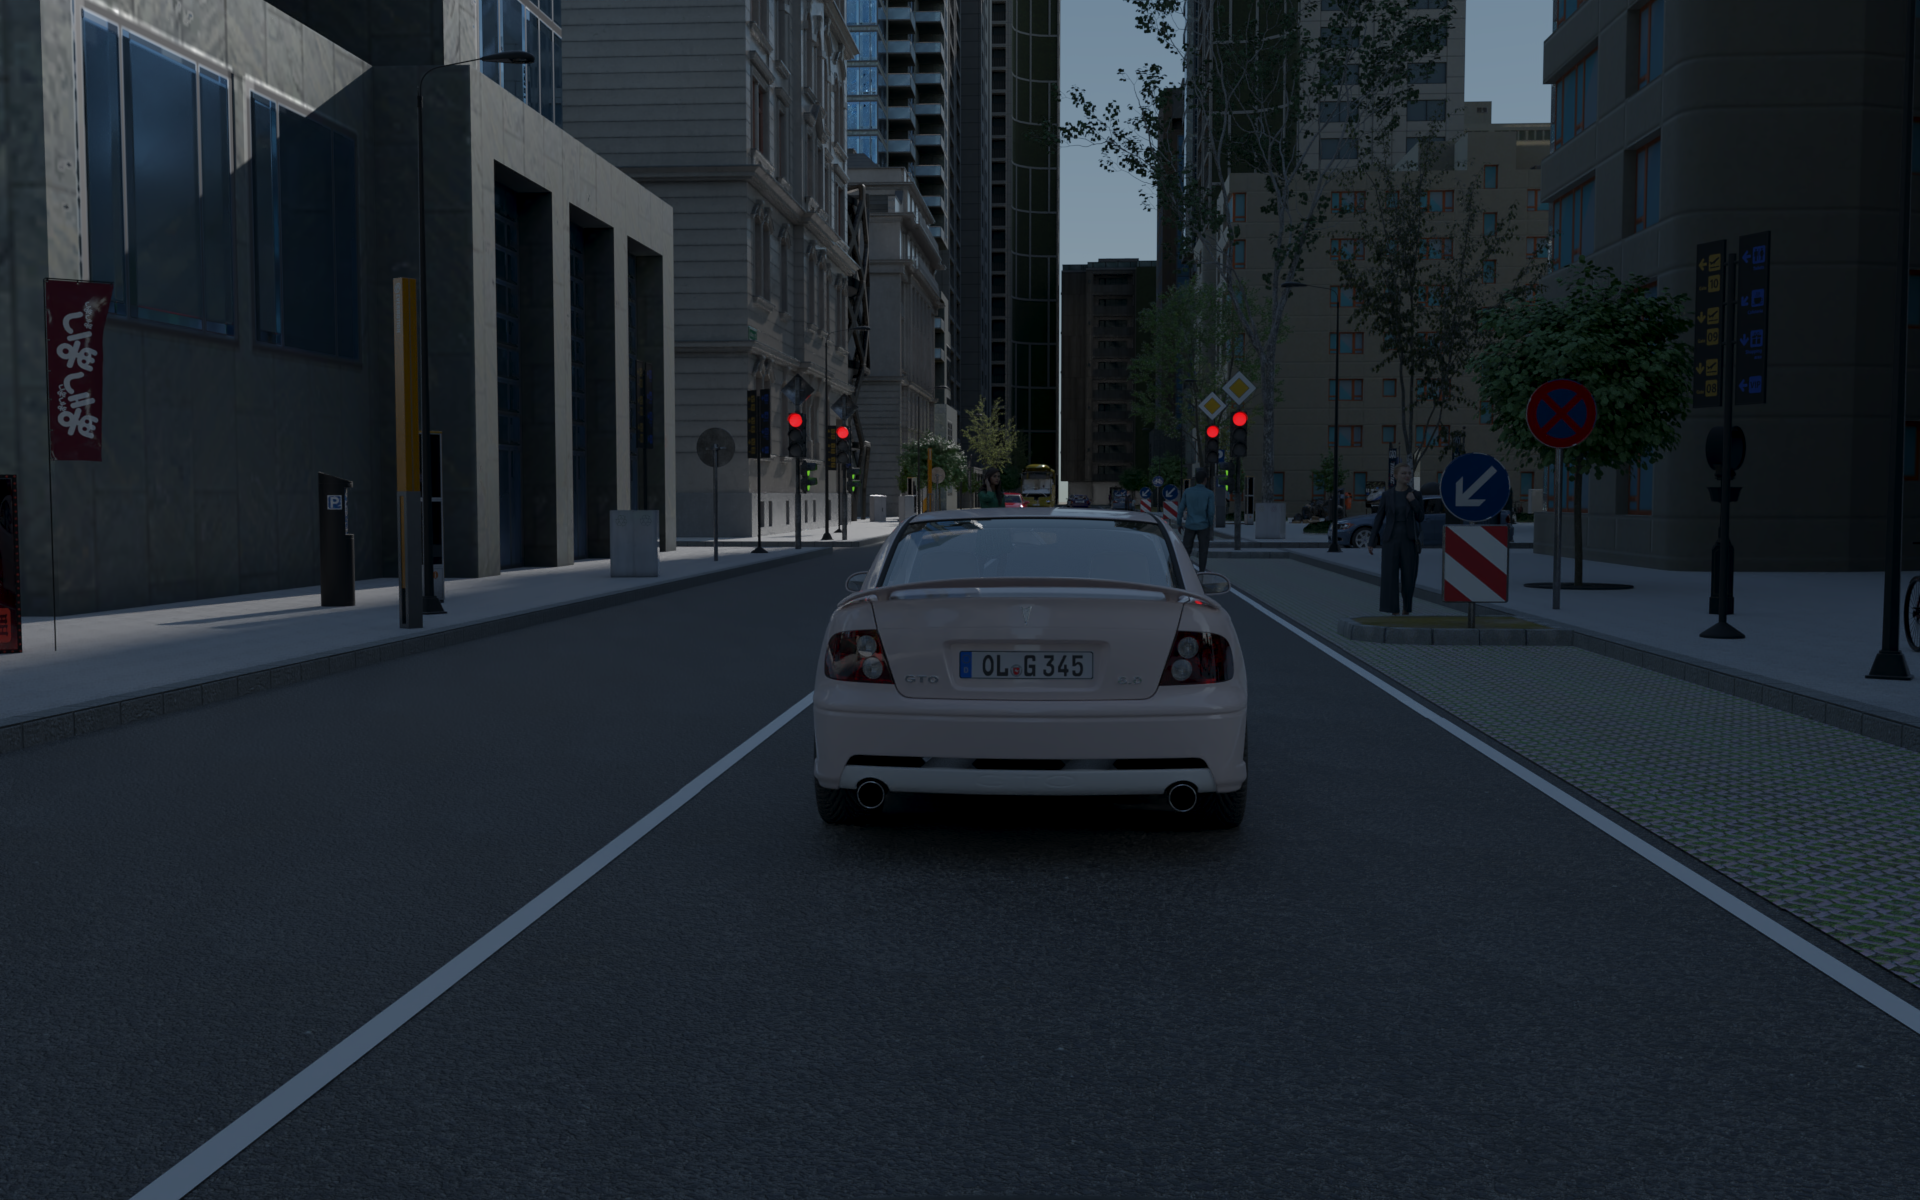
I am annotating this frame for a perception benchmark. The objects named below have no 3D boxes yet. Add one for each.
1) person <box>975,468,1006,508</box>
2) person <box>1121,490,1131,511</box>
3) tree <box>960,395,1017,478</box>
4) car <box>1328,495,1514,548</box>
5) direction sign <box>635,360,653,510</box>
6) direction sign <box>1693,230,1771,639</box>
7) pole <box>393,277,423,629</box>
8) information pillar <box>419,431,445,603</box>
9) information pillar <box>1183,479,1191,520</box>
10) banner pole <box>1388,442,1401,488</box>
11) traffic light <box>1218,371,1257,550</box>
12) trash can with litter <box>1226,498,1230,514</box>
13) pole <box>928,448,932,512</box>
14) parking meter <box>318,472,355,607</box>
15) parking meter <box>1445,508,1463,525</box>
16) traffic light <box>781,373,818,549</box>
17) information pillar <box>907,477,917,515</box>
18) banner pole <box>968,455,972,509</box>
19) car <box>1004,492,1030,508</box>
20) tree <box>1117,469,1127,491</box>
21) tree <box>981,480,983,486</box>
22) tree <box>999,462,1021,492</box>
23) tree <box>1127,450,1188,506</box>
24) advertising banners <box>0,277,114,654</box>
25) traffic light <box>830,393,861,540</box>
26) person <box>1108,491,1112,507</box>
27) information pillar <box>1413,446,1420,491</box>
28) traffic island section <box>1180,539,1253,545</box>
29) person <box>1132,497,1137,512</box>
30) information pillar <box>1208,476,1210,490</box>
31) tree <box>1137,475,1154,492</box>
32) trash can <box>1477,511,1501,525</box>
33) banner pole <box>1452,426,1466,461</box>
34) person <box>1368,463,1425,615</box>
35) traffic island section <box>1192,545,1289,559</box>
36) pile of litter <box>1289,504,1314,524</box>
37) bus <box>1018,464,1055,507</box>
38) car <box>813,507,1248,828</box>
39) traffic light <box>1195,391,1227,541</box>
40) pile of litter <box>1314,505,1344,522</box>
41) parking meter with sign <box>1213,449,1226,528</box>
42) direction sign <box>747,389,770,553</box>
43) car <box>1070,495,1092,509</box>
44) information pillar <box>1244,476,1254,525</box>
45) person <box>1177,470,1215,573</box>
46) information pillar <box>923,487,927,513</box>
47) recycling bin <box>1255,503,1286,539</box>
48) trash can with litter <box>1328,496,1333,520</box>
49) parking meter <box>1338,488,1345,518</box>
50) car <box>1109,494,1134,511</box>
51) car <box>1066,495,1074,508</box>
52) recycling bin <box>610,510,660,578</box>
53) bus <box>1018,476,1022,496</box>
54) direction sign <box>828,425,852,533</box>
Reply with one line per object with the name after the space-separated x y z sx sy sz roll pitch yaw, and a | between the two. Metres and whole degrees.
0.445 -0.935 24.037 0.529 1.795 0.600 3 5 43 | person
12.586 -7.459 131.251 0.742 1.727 0.445 -1 4 -15 | person
2.199 -10.943 129.285 4.360 8.622 3.978 0 3 0 | tree
11.476 -1.913 43.272 4.499 1.417 2.014 0 4 2 | car
-5.410 -2.308 29.739 0.379 3.537 0.876 0 4 7 | direction sign
6.819 -1.431 15.386 0.379 3.537 0.876 -1 4 -17 | direction sign
-5.252 -1.384 16.476 0.158 3.312 0.155 0 3 0 | pole
-6.269 -0.966 20.287 0.304 2.012 0.304 2 4 25 | information pillar
11.196 -4.951 85.435 0.304 2.012 0.304 1 4 17 | information pillar
20.875 -5.693 83.095 0.401 3.779 0.863 -3 5 -40 | banner pole
6.337 -3.097 39.564 0.839 4.253 0.868 0 4 4 | traffic light
13.590 -4.711 88.408 1.055 1.170 0.624 -3 5 -42 | trash can with litter
-1.336 -5.074 76.802 0.158 3.312 0.155 0 3 0 | pole
-7.137 -0.699 19.833 0.372 1.533 0.369 0 3 0 | parking meter
11.499 -2.111 40.221 0.399 1.863 0.255 2 4 34 | parking meter
-3.752 -3.139 40.241 0.839 4.253 0.868 0 4 4 | traffic light
-2.111 -4.387 76.220 0.304 2.012 0.304 3 4 39 | information pillar
0.633 -7.381 110.699 0.401 3.779 0.863 -1 4 -15 | banner pole
2.234 -4.441 81.645 2.155 1.783 4.494 0 4 4 | car
19.200 -12.773 192.556 4.285 4.588 4.351 0 3 0 | tree
0.937 -7.967 124.864 1.663 3.219 1.824 0 3 0 | tree
5.009 -11.948 179.070 4.285 4.588 4.351 0 3 0 | tree
15.395 -8.821 127.934 4.285 4.588 4.351 0 3 0 | tree
-7.793 -1.074 13.740 2.074 3.025 0.090 -3 4 -38 | advertising banners
-3.203 -3.626 48.207 0.839 4.253 0.868 0 4 4 | traffic light
15.582 -10.475 180.450 0.721 1.739 1.217 0 4 -6 | person
22.201 -5.681 84.236 0.504 3.616 0.183 -3 4 -39 | information pillar
6.925 -1.551 47.642 2.009 0.180 2.903 0 4 4 | traffic island section
11.548 -6.216 114.822 0.352 1.250 0.332 1 4 15 | person
10.419 -4.152 72.385 0.304 2.012 0.304 2 4 34 | information pillar
16.862 -9.993 157.982 1.663 3.219 1.824 0 3 0 | tree
11.253 -1.554 37.061 0.748 1.137 0.748 0 3 0 | trash can
18.316 -4.500 63.590 0.863 3.779 0.401 -2 4 -33 | banner pole
4.793 -0.614 18.964 0.576 1.772 0.534 0 4 -6 | person
6.376 -1.064 39.676 2.009 0.180 2.903 0 4 4 | traffic island section
15.273 -3.784 75.829 1.719 0.858 1.176 1 4 11 | pile of litter
6.681 -9.525 147.285 2.896 3.916 12.252 0 4 4 | bus
0.385 0.214 8.856 2.083 1.381 4.827 0 4 3 | car
6.886 -3.585 47.531 0.839 4.253 0.868 0 4 4 | traffic light
14.929 -3.286 67.695 1.719 0.858 1.176 0 4 1 | pile of litter
10.001 -4.317 66.838 0.543 3.016 1.738 0 4 3 | parking meter with sign
-4.366 -2.790 37.606 0.379 3.537 0.876 -3 4 -39 | direction sign
10.525 -8.482 151.255 1.945 1.354 3.894 0 4 6 | car
11.935 -4.095 71.448 0.304 2.012 0.304 -1 4 -12 | information pillar
3.824 -1.203 28.192 0.660 1.820 0.620 1 4 21 | person
-1.933 -6.593 99.155 0.504 3.616 0.183 3 5 40 | information pillar
8.887 -2.264 49.564 0.722 1.027 0.722 2 4 25 | recycling bin
13.448 -3.133 62.280 1.678 1.210 2.233 0 4 6 | trash can with litter
15.968 -3.933 72.722 0.372 1.533 0.369 0 3 0 | parking meter
13.004 -7.769 139.019 2.014 1.417 4.499 0 4 4 | car
11.715 -9.938 174.842 2.083 1.381 4.827 0 4 3 | car
-5.058 -0.881 26.958 0.722 1.027 0.722 0 4 -7 | recycling bin
7.417 -10.700 166.496 2.896 3.916 12.252 0 4 5 | bus
-3.999 -3.992 57.269 0.876 3.537 0.379 -2 4 -25 | direction sign
